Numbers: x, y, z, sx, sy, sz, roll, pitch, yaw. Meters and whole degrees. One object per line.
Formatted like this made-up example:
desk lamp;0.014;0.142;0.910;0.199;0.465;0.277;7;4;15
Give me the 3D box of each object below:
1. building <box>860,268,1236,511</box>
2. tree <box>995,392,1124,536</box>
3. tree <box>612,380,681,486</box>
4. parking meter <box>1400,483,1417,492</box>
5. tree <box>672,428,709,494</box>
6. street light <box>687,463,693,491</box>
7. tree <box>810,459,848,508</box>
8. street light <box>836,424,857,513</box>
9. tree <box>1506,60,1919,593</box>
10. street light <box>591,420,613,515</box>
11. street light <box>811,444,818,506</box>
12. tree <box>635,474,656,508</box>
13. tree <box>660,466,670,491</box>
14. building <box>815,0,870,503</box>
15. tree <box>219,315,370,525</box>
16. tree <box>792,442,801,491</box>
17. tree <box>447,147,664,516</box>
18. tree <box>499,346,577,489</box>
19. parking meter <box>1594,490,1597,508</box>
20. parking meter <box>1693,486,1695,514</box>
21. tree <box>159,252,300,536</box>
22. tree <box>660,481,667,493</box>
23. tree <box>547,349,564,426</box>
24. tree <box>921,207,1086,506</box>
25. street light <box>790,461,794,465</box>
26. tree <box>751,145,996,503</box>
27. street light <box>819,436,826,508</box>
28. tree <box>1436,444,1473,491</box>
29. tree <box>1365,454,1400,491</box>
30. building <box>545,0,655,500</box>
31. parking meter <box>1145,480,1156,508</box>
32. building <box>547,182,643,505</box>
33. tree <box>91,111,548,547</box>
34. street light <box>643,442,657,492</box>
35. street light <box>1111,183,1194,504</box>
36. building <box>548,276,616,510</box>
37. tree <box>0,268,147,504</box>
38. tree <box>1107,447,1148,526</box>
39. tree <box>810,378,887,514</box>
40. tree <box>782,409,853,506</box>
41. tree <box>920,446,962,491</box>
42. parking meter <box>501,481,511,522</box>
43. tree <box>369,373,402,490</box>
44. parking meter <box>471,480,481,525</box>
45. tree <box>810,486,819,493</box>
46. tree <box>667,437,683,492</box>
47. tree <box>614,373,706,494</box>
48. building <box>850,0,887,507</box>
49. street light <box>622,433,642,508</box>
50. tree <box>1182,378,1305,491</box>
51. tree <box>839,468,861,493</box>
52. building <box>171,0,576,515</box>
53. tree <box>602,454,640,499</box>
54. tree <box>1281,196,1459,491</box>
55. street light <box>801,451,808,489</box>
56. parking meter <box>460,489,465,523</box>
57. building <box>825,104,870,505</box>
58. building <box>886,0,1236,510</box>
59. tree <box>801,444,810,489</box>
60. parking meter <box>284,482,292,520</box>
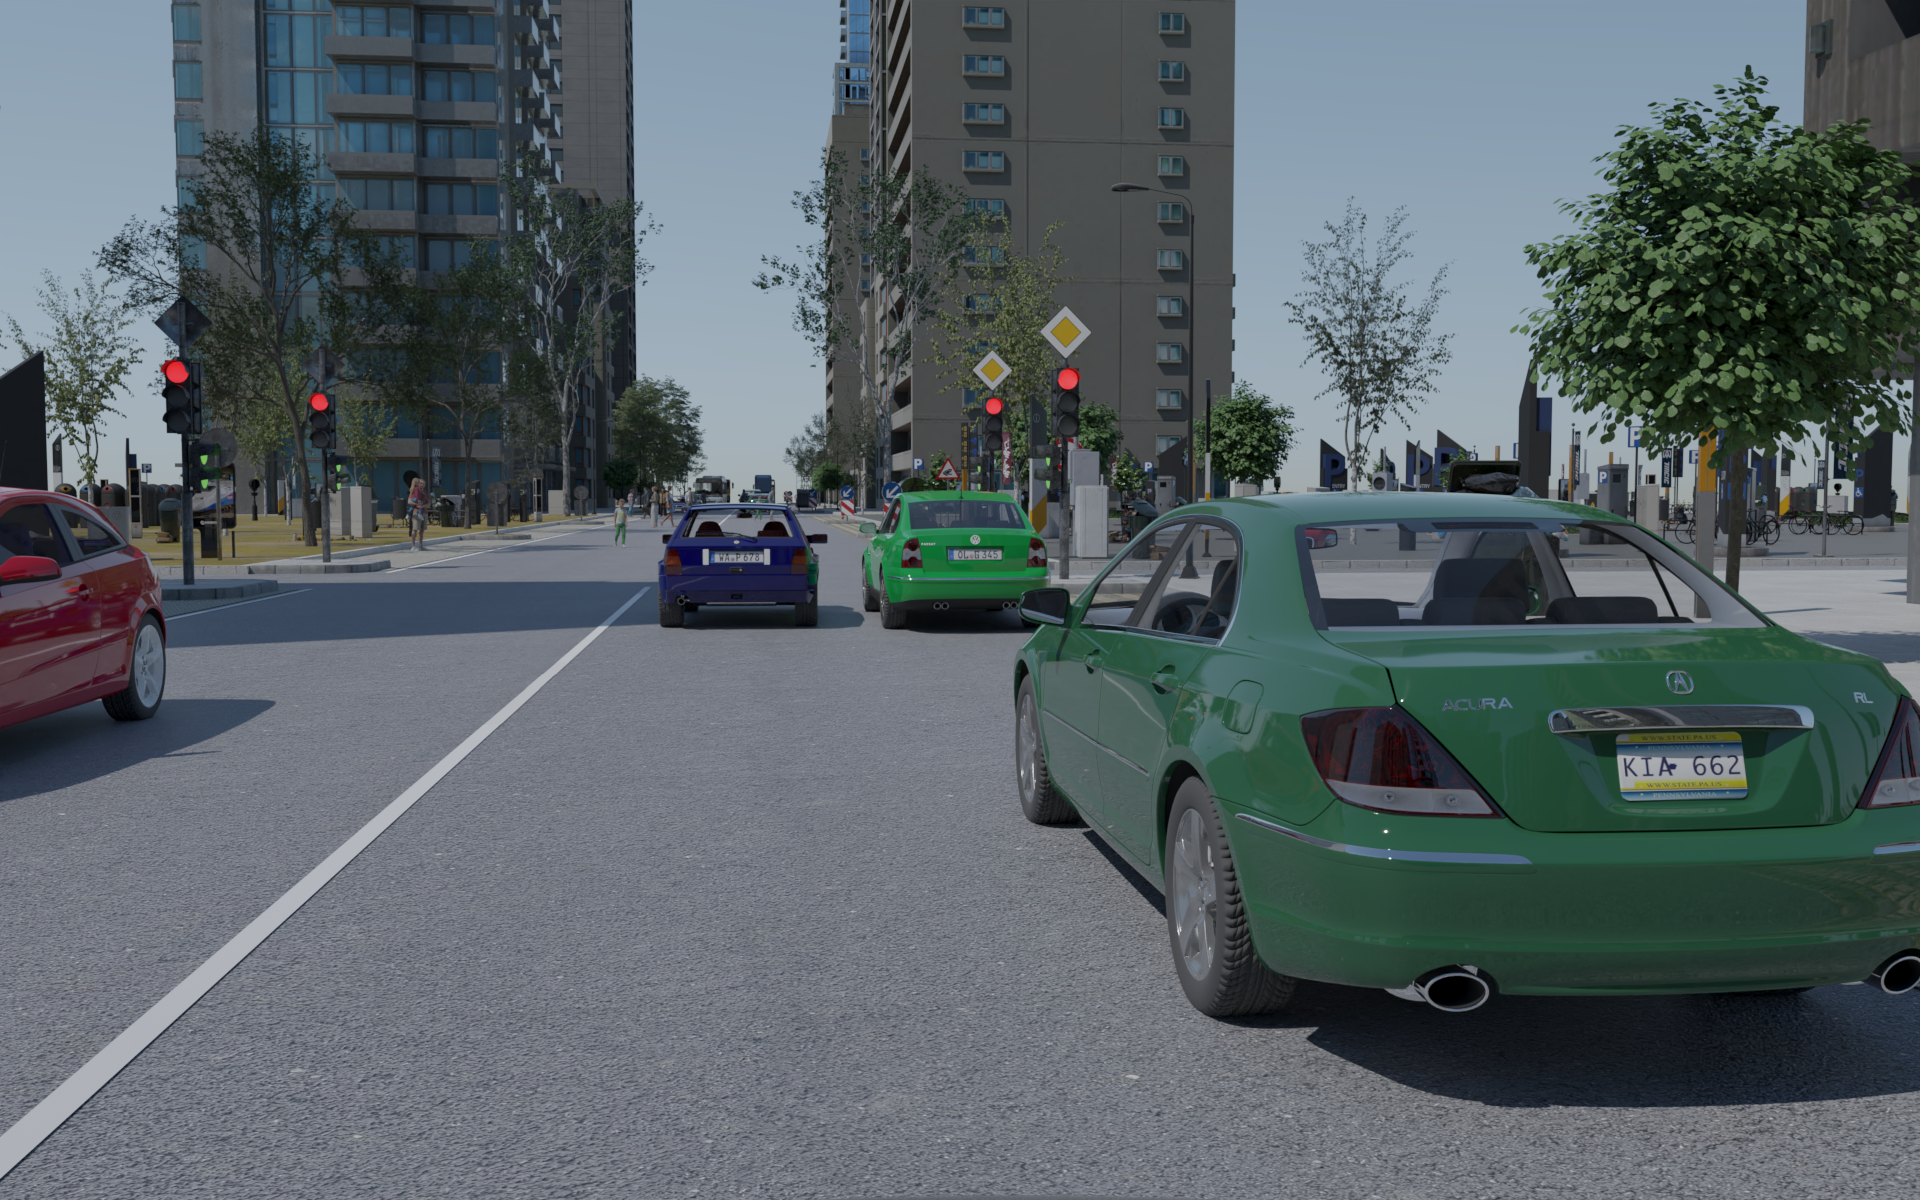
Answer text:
building;6.148;-18.572;148.693;27.650;21.520;28.899;0;4;-7
tree;2.663;-4.523;57.672;4.285;4.588;4.351;0;3;0
tree;-31.729;-15.523;171.928;7.486;12.596;7.792;0;3;0
parking meter;10.172;-1.891;39.331;0.372;1.533;0.369;0;3;0
tree;-42.362;-20.767;265.290;9.928;11.665;9.643;0;3;0
street light;-37.766;-16.186;237.183;1.470;5.913;1.316;0;4;-7
tree;-13.907;-11.909;178.424;4.285;4.588;4.351;0;3;0
street light;-7.531;-8.711;114.972;1.470;5.913;1.316;0;4;-7
tree;5.958;-1.801;13.167;4.285;4.588;4.351;0;3;0
street light;-22.348;-8.299;108.229;1.470;5.913;1.316;0;4;-7
street light;-13.168;-11.564;161.608;1.470;5.913;1.316;0;4;-7
tree;-29.562;-10.248;162.157;1.663;3.219;1.824;0;3;0
tree;-34.007;-15.050;196.423;4.360;8.622;3.978;0;3;0
building;-9.527;-57.438;251.787;22.319;86.520;31.000;0;4;-7
tree;-27.521;-7.346;70.476;4.737;8.622;4.395;0;3;0
tree;-20.103;-17.077;229.565;4.360;8.622;3.978;0;3;0
tree;-23.683;-14.780;97.537;12.611;20.169;13.585;0;3;0
tree;-21.069;-8.319;86.384;4.360;8.622;3.978;0;3;0
parking meter;25.074;-3.640;67.918;0.372;1.533;0.369;0;3;0
parking meter;46.001;-6.268;108.191;0.399;1.863;0.255;0;4;3
tree;-22.660;-6.304;53.428;4.360;8.622;3.978;0;3;0
tree;-35.025;-12.744;202.962;1.663;3.219;1.824;0;3;0
tree;-17.931;-7.918;63.867;8.767;10.594;7.601;3;5;40
tree;1.337;-5.731;44.069;4.737;8.622;4.395;0;3;0
street light;-22.855;-16.583;243.670;1.470;5.913;1.316;0;4;-7
tree;-4.769;-14.605;94.684;12.611;20.169;13.585;0;3;0
street light;-10.321;-10.137;138.288;1.470;5.913;1.316;0;4;-7
tree;19.485;-4.481;67.872;1.663;3.219;1.824;0;3;0
tree;20.273;-5.410;83.059;1.663;3.219;1.824;0;3;0
building;-50.502;-48.074;224.261;20.563;71.187;20.611;0;4;-7
parking meter;7.927;-4.059;72.081;0.399;1.863;0.255;1;4;18
building;-53.905;-31.224;202.386;32.217;40.220;23.993;0;4;-7
tree;-16.153;-6.602;42.350;7.601;10.594;8.767;3;4;39
street light;-27.962;-11.130;154.518;1.470;5.913;1.316;0;4;-7
street light;2.952;-3.276;26.105;1.470;5.913;1.316;0;4;-7
building;-45.220;-18.673;150.337;27.650;21.520;28.899;0;4;-7
tree;-28.245;-6.436;55.595;4.737;8.622;4.395;0;3;0
tree;6.661;-4.659;70.770;1.663;3.219;1.824;0;3;0
tree;-6.289;-9.678;108.604;4.360;8.622;3.978;0;3;0
tree;-15.627;-15.720;191.432;8.767;10.594;7.601;0;4;3
tree;-0.871;-4.519;68.482;1.663;3.219;1.824;0;3;0
parking meter;-20.541;-4.442;78.331;0.399;1.863;0.255;1;4;13
tree;-35.824;-9.367;103.505;4.737;8.622;4.395;0;3;0
parking meter;-20.375;-4.106;72.850;0.255;1.863;0.399;1;4;18
tree;-18.556;-13.982;223.205;1.663;3.219;1.824;0;3;0
tree;-34.839;-15.732;207.576;4.737;8.622;4.395;0;3;0
tree;-31.892;-16.913;183.176;9.857;13.997;8.962;0;3;0
building;-0.237;-44.835;171.302;20.563;71.187;20.611;0;4;-7
street light;-25.083;-9.719;131.449;1.470;5.913;1.316;0;4;-7
tree;8.021;-3.982;48.818;4.285;4.588;4.351;0;3;0
tree;-8.087;-8.151;127.865;1.663;3.219;1.824;0;3;0
building;-39.953;-30.623;120.292;23.786;49.044;30.456;0;4;-7
tree;-27.375;-9.533;139.572;4.285;4.588;4.351;0;3;0
tree;10.230;-5.712;43.750;4.360;8.622;3.978;0;3;0
street light;-15.869;-12.976;184.698;1.470;5.913;1.316;0;4;-7
parking meter;-21.616;-4.110;75.609;0.372;1.533;0.369;0;3;0
building;-5.432;-36.026;212.723;21.300;48.544;21.600;0;4;-7
building;6.286;-30.454;121.622;21.300;48.544;21.600;0;4;-7
tree;-12.878;-13.407;169.567;4.360;8.622;3.978;0;3;0
parking meter;-32.972;-4.849;84.994;0.255;1.863;0.399;0;4;3
